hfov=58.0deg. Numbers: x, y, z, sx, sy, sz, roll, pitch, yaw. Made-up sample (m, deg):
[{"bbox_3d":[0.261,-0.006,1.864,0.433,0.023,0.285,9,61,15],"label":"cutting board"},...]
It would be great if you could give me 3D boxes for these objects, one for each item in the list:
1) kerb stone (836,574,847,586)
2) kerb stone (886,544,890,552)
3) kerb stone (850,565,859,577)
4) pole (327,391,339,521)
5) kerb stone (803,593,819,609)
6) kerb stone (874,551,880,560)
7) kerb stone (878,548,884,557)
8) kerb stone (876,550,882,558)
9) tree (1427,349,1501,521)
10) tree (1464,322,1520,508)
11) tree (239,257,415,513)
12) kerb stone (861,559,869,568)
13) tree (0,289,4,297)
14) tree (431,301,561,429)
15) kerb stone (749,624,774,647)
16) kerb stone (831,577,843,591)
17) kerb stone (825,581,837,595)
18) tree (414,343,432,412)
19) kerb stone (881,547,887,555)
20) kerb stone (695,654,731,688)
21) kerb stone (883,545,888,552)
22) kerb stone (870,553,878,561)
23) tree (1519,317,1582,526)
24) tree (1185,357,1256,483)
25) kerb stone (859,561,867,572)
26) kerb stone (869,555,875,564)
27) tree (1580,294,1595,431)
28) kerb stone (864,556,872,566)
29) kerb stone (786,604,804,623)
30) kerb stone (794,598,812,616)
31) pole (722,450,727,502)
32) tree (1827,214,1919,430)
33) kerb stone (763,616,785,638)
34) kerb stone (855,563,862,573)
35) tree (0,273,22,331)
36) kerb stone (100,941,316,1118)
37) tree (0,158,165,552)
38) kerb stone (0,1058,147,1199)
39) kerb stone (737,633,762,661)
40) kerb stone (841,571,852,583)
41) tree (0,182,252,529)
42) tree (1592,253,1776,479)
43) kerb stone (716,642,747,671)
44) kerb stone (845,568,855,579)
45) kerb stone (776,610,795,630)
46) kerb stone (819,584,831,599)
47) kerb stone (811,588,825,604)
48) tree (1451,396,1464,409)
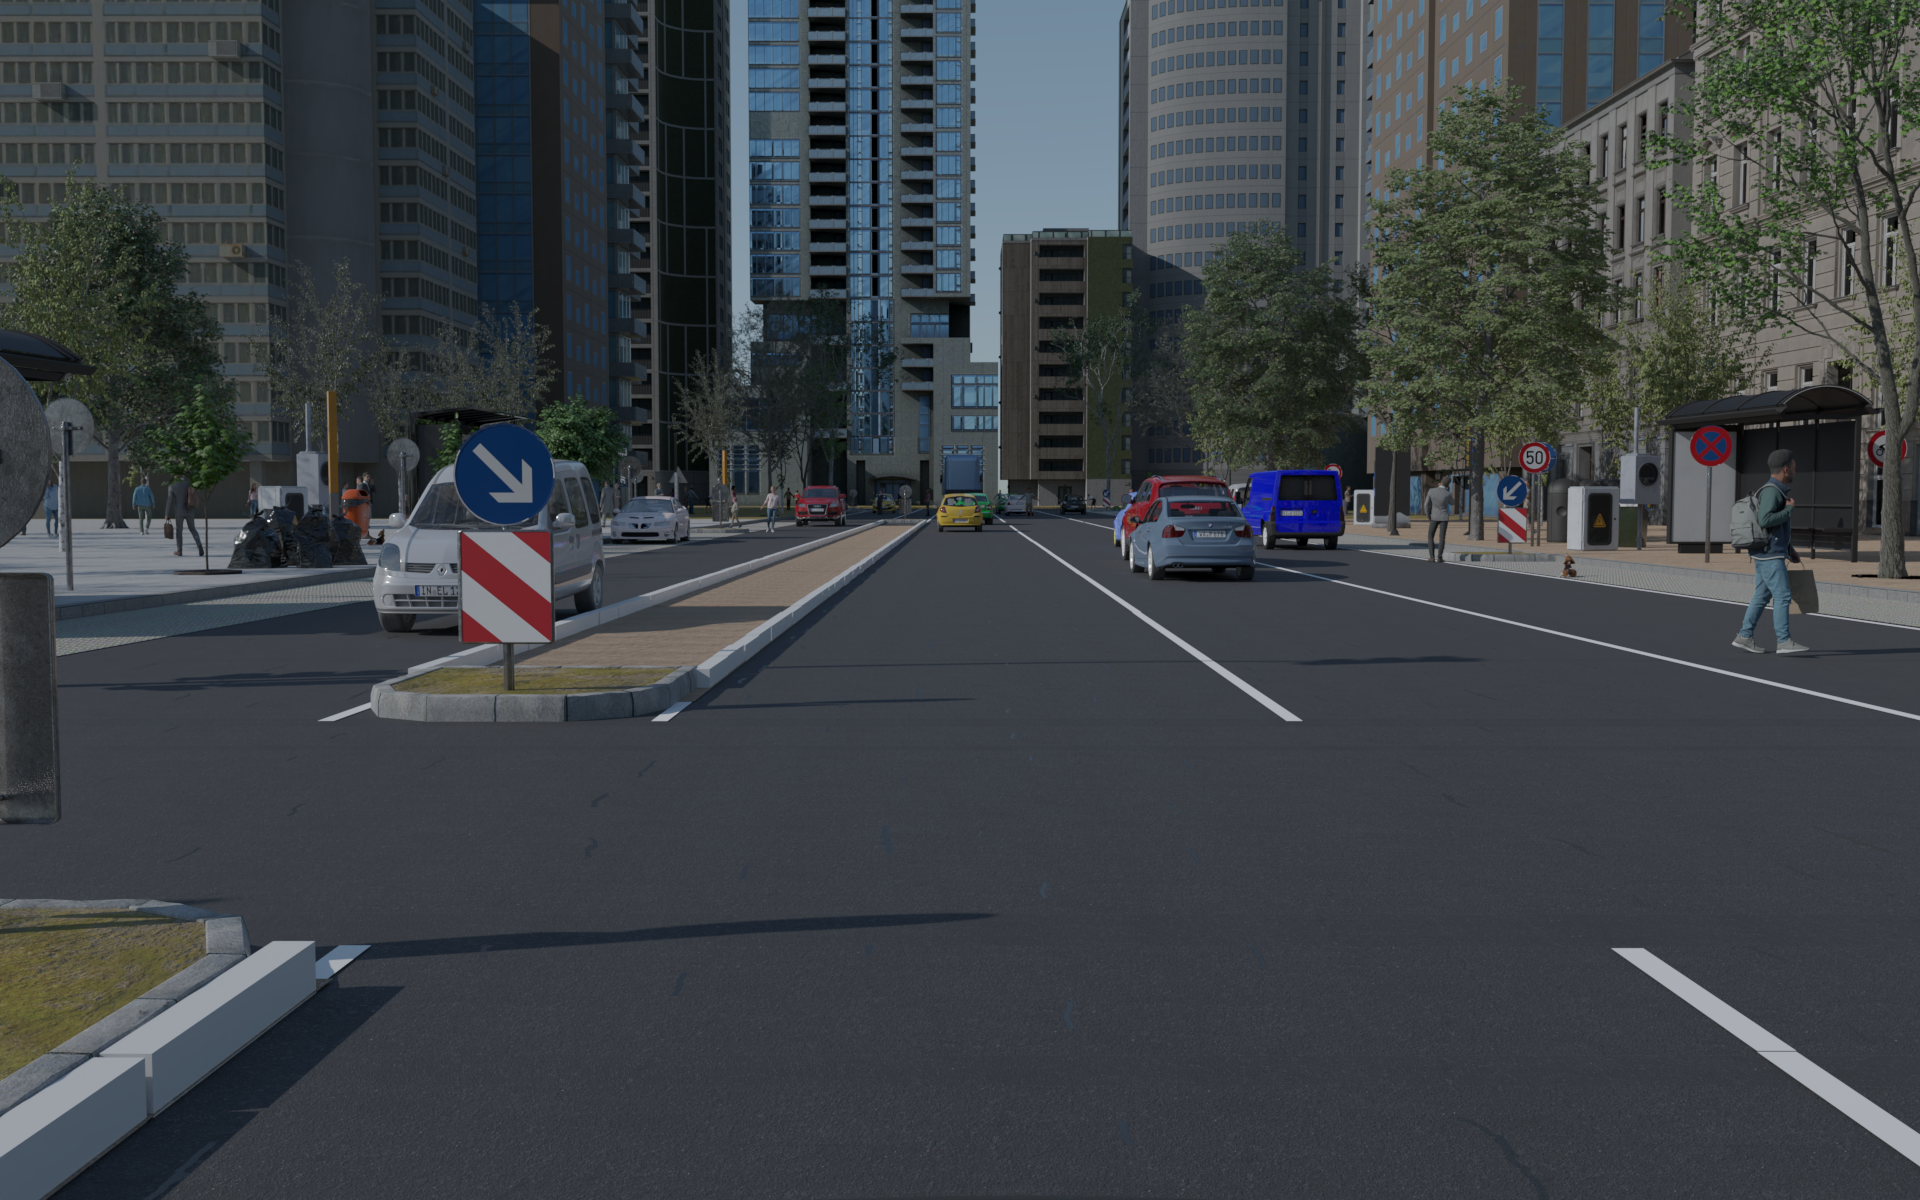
[{"bbox_3d":[-1.868,-0.266,26.550,0.120,0.150,1.000,0,4,0],"label":"kerb stone"},{"bbox_3d":[-1.829,-1.209,41.965,0.120,0.150,1.000,0,4,0],"label":"kerb stone"},{"bbox_3d":[-1.855,-0.455,29.634,0.120,0.150,1.000,0,4,0],"label":"kerb stone"},{"bbox_3d":[-12.449,-2.481,34.406,0.158,3.312,0.155,0,3,0],"label":"pole"},{"bbox_3d":[-1.882,0.047,21.434,0.120,0.150,1.000,0,4,0],"label":"kerb stone"},{"bbox_3d":[-1.846,-0.895,36.827,0.120,0.150,1.000,0,4,0],"label":"kerb stone"},{"bbox_3d":[-1.839,-1.021,38.884,0.120,0.150,1.000,0,4,0],"label":"kerb stone"},{"bbox_3d":[-1.840,-0.956,37.855,0.120,0.150,1.000,0,4,0],"label":"kerb stone"},{"bbox_3d":[24.147,-8.116,83.060,4.360,8.622,3.978,0,3,0],"label":"tree"},{"bbox_3d":[23.123,-7.280,69.394,4.737,8.622,4.395,0,3,0],"label":"tree"},{"bbox_3d":[-19.459,-6.279,53.028,4.360,8.622,3.978,0,3,0],"label":"tree"},{"bbox_3d":[-1.849,-0.633,32.715,0.120,0.150,1.000,0,4,0],"label":"kerb stone"},{"bbox_3d":[-26.962,-7.074,41.418,9.928,11.665,9.643,0,3,0],"label":"tree"},{"bbox_3d":[-16.950,-7.018,65.114,4.360,8.622,3.978,0,3,0],"label":"tree"},{"bbox_3d":[-1.893,0.361,16.295,0.120,0.150,1.000,0,4,0],"label":"kerb stone"},{"bbox_3d":[-1.862,-0.201,25.528,0.120,0.150,1.000,0,4,0],"label":"kerb stone"},{"bbox_3d":[-1.872,-0.140,24.503,0.120,0.150,1.000,0,4,0],"label":"kerb stone"},{"bbox_3d":[-20.705,-7.474,72.569,4.360,8.622,3.978,0,3,0],"label":"tree"},{"bbox_3d":[-1.832,-1.080,39.906,0.120,0.150,1.000,0,4,0],"label":"kerb stone"},{"bbox_3d":[-1.898,0.551,13.223,0.120,0.150,1.000,0,4,0],"label":"kerb stone"},{"bbox_3d":[-1.833,-1.145,40.933,0.120,0.150,1.000,0,4,0],"label":"kerb stone"},{"bbox_3d":[-1.833,-0.832,35.804,0.120,0.150,1.000,0,4,0],"label":"kerb stone"},{"bbox_3d":[23.423,-6.842,62.233,4.737,8.622,4.395,0,3,0],"label":"tree"},{"bbox_3d":[13.921,-8.624,91.368,4.737,8.622,4.395,0,3,0],"label":"tree"},{"bbox_3d":[-1.846,-0.581,31.692,0.120,0.150,1.000,0,4,0],"label":"kerb stone"},{"bbox_3d":[-1.846,-0.769,34.774,0.120,0.150,1.000,0,4,0],"label":"kerb stone"},{"bbox_3d":[23.608,-6.505,56.718,4.737,8.622,4.395,0,3,0],"label":"tree"},{"bbox_3d":[-1.848,-0.706,33.741,0.120,0.150,1.000,0,4,0],"label":"kerb stone"},{"bbox_3d":[-1.879,0.176,19.380,0.120,0.150,1.000,0,4,0],"label":"kerb stone"},{"bbox_3d":[-1.881,0.109,20.412,0.120,0.150,1.000,0,4,0],"label":"kerb stone"},{"bbox_3d":[-10.978,-5.324,80.893,0.158,3.312,0.155,0,3,0],"label":"pole"},{"bbox_3d":[24.582,-5.718,43.850,4.737,8.622,4.395,0,3,0],"label":"tree"},{"bbox_3d":[-1.889,0.298,17.329,0.120,0.150,1.000,0,4,0],"label":"kerb stone"},{"bbox_3d":[-1.865,-0.517,30.666,0.120,0.150,1.000,0,4,0],"label":"kerb stone"},{"bbox_3d":[-20.834,-5.097,33.702,4.360,8.622,3.978,0,3,0],"label":"tree"},{"bbox_3d":[-1.911,1.084,4.473,0.120,0.150,1.000,0,4,0],"label":"kerb stone"},{"bbox_3d":[-20.053,-5.400,38.648,4.737,8.622,4.395,0,3,0],"label":"tree"},{"bbox_3d":[-1.918,1.148,3.451,0.120,0.150,1.000,0,4,0],"label":"kerb stone"},{"bbox_3d":[-1.888,0.427,15.271,0.120,0.150,1.000,0,4,0],"label":"kerb stone"},{"bbox_3d":[-1.855,-0.329,27.579,0.120,0.150,1.000,0,4,0],"label":"kerb stone"},{"bbox_3d":[-31.315,-8.993,64.051,9.611,12.733,9.660,0,3,0],"label":"tree"},{"bbox_3d":[21.865,-6.214,51.964,4.737,8.622,4.395,0,3,0],"label":"tree"},{"bbox_3d":[-1.900,0.486,14.248,0.120,0.150,1.000,0,4,0],"label":"kerb stone"},{"bbox_3d":[-1.864,-0.392,28.605,0.120,0.150,1.000,0,4,0],"label":"kerb stone"},{"bbox_3d":[-1.889,0.237,18.358,0.120,0.150,1.000,0,4,0],"label":"kerb stone"},{"bbox_3d":[-1.879,-0.078,23.480,0.120,0.150,1.000,0,4,0],"label":"kerb stone"},{"bbox_3d":[-1.882,-0.015,22.458,0.120,0.150,1.000,0,4,0],"label":"kerb stone"},{"bbox_3d":[23.541,-7.622,74.977,4.737,8.622,4.395,0,3,0],"label":"tree"}]
